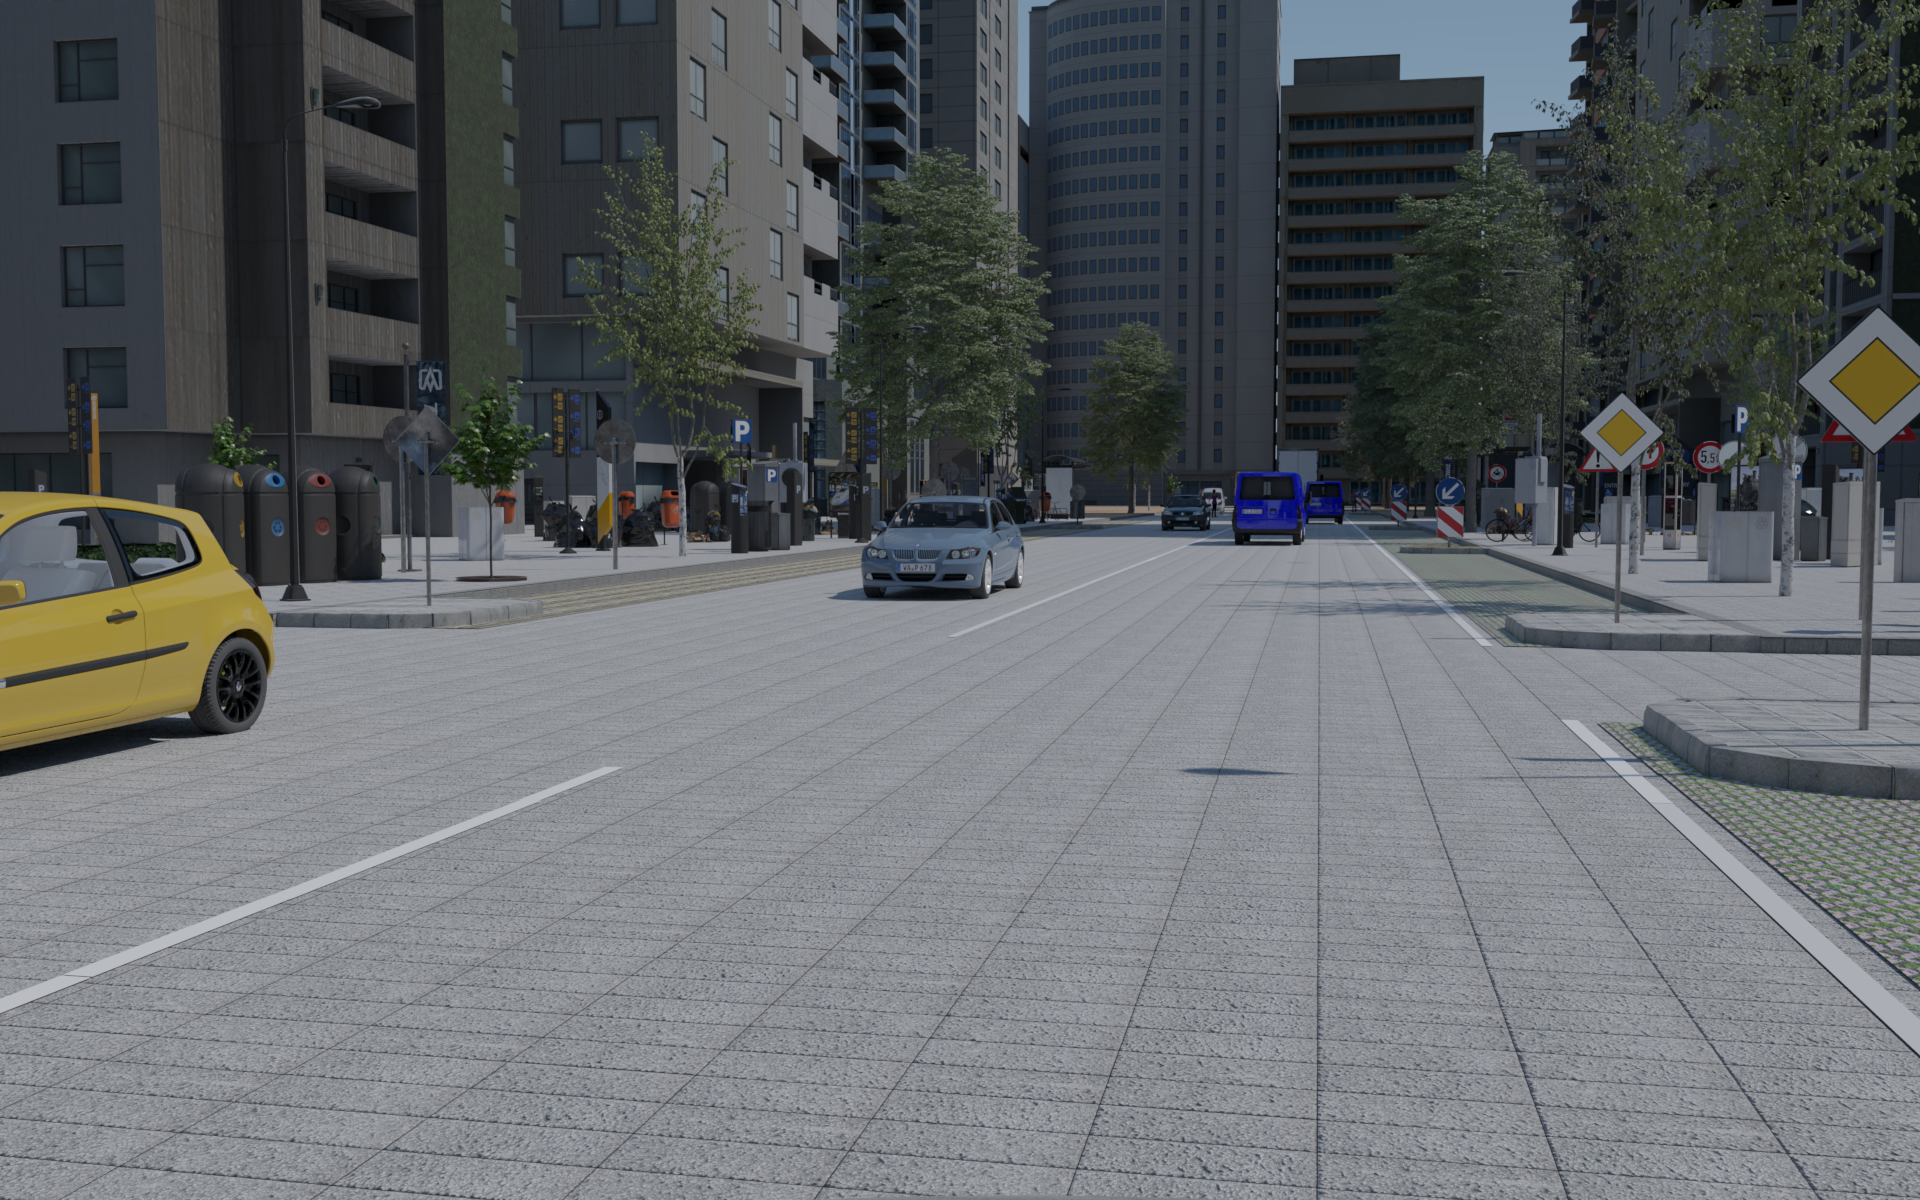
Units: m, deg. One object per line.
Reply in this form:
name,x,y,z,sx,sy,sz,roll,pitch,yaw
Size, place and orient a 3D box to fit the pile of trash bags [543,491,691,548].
pile of trash bags,-8.146,-1.998,42.417,1.912,1.369,3.447,3,4,38

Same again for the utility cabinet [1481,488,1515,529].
utility cabinet,19.717,-3.351,63.466,1.173,1.500,0.318,-1,4,-10

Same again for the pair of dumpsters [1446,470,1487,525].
pair of dumpsters,21.158,-4.293,72.681,1.574,2.255,4.437,1,4,12

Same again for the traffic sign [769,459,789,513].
traffic sign,-5.216,-2.929,50.014,0.606,2.300,0.079,1,4,14

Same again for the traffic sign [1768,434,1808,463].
traffic sign,17.177,-2.197,36.033,0.768,2.556,0.104,1,4,16

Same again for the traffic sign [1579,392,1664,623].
traffic sign,6.535,-0.828,17.173,0.795,2.450,0.064,1,4,12

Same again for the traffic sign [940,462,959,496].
traffic sign,-0.424,-4.141,67.805,0.768,2.556,0.104,1,4,14

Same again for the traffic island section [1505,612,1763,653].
traffic island section,6.560,0.308,17.245,2.009,0.180,2.903,1,4,12

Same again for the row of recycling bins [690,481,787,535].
row of recycling bins,-6.988,-2.956,55.447,3.534,1.692,1.069,-3,5,-41

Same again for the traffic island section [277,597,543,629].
traffic island section,-6.111,0.147,19.872,2.009,0.180,2.903,1,4,12

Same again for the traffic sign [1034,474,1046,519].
traffic sign,4.057,-5.245,87.892,0.606,2.300,0.079,1,4,17

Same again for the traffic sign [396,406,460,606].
traffic sign,-6.087,-0.989,19.805,0.795,2.450,0.064,1,4,12

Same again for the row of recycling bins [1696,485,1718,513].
row of recycling bins,33.637,-4.378,78.689,1.069,1.692,3.534,3,4,38

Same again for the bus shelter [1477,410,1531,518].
bus shelter,25.081,-6.293,80.523,2.179,5.291,8.768,1,4,12

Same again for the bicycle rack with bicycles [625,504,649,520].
bicycle rack with bicycles,-11.510,-3.202,65.735,2.925,0.926,2.852,-1,4,-13

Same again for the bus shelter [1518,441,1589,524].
bus shelter,23.586,-4.596,69.065,2.014,3.302,5.546,1,4,12

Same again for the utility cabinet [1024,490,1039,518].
utility cabinet,3.689,-5.169,93.184,1.173,1.500,0.318,-1,4,-17

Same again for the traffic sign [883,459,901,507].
traffic sign,-2.540,-3.879,63.532,0.768,2.556,0.104,1,4,15

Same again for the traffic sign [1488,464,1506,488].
traffic sign,22.937,-4.521,74.024,0.768,2.556,0.104,1,4,15

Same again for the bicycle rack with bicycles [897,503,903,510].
bicycle rack with bicycles,-1.516,-3.786,75.284,2.852,0.926,2.925,1,4,23

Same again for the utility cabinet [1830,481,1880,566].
utility cabinet,15.826,-1.343,30.632,1.173,1.500,0.318,-3,4,-39

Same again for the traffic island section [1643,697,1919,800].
traffic island section,4.936,0.786,9.426,2.009,0.180,2.903,1,4,12

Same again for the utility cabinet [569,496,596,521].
utility cabinet,-14.174,-3.291,64.963,1.020,1.237,0.306,-3,5,-42

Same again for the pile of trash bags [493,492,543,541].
pile of trash bags,-11.198,-2.327,47.804,3.447,1.369,1.912,0,4,6

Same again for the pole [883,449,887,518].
pole,-3.372,-5.136,77.809,0.158,3.312,0.155,0,3,0

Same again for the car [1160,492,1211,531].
car,8.962,-3.592,68.515,2.009,1.686,4.222,1,4,12

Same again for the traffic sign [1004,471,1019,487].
traffic sign,2.586,-5.261,87.203,0.795,2.450,0.064,1,4,16

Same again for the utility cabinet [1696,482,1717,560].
utility cabinet,14.447,-1.518,33.491,0.318,1.500,1.173,1,4,21

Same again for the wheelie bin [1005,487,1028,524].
wheelie bin,2.395,-4.039,73.948,0.980,1.594,0.693,-2,4,-29

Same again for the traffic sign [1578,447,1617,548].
traffic sign,15.264,-2.537,41.480,0.884,2.594,0.081,1,4,19

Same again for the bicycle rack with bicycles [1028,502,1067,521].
bicycle rack with bicycles,3.769,-4.312,83.887,2.852,0.926,2.925,3,4,36

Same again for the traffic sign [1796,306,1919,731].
traffic sign,4.911,-0.349,9.354,0.795,2.450,0.064,1,4,12

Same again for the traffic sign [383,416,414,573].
traffic sign,-9.064,-1.715,28.148,0.768,2.556,0.104,1,4,19

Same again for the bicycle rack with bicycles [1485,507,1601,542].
bicycle rack with bicycles,15.799,-2.049,46.885,2.925,0.926,2.852,1,4,20

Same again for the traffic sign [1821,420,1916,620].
traffic sign,9.202,-1.076,17.595,0.884,2.594,0.081,1,4,13

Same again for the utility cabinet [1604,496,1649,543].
utility cabinet,17.647,-2.131,46.000,1.020,1.237,0.306,1,4,11

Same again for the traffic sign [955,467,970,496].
traffic sign,0.081,-5.029,82.324,0.768,2.556,0.104,1,4,17

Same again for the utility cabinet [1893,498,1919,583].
utility cabinet,14.154,-0.855,25.144,1.020,1.237,0.306,0,4,5

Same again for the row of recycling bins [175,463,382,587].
row of recycling bins,-9.675,-1.074,24.677,1.069,1.692,3.534,1,4,22

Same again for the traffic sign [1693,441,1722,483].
traffic sign,18.079,-2.551,41.822,0.768,2.556,0.104,1,4,13

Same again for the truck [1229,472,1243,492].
truck,25.871,-9.652,153.729,3.469,3.379,9.791,1,4,12

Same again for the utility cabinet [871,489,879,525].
utility cabinet,-3.711,-3.780,70.487,0.318,1.500,1.173,-3,5,-43

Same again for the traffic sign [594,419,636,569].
traffic sign,-5.866,-1.793,29.416,0.768,2.556,0.104,1,4,14

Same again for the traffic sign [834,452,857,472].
traffic sign,-3.484,-3.214,52.555,0.884,2.594,0.081,1,4,15

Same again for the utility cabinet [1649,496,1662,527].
utility cabinet,27.192,-3.421,67.091,0.306,1.237,1.020,-3,4,-39

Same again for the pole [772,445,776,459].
pole,-7.709,-4.775,71.911,0.158,3.312,0.155,0,3,0

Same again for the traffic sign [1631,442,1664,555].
traffic sign,14.269,-2.206,36.168,0.768,2.556,0.104,1,4,16

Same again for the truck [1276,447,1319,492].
truck,21.177,-7.350,109.087,2.839,4.237,11.283,1,4,10

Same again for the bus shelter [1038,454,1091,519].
bus shelter,5.536,-5.944,91.107,2.014,3.302,5.546,1,4,12

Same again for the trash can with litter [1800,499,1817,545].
trash can with litter,19.181,-1.693,39.064,0.624,1.170,1.055,-1,4,-10

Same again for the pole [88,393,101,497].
pole,-17.585,-2.529,35.186,0.158,3.312,0.155,0,3,0

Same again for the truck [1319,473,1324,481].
truck,24.740,-7.994,126.618,3.469,3.379,9.791,1,4,13

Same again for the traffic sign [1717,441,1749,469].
traffic sign,18.539,-2.532,41.496,0.768,2.556,0.104,1,4,21

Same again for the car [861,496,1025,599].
car,-0.158,-0.815,25.320,2.014,1.417,4.499,1,4,11

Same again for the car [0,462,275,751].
car,-5.421,0.063,9.190,2.015,1.641,3.980,1,4,12

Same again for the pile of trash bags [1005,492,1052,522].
pile of trash bags,2.814,-4.353,80.930,3.447,1.369,1.912,-2,4,-32
